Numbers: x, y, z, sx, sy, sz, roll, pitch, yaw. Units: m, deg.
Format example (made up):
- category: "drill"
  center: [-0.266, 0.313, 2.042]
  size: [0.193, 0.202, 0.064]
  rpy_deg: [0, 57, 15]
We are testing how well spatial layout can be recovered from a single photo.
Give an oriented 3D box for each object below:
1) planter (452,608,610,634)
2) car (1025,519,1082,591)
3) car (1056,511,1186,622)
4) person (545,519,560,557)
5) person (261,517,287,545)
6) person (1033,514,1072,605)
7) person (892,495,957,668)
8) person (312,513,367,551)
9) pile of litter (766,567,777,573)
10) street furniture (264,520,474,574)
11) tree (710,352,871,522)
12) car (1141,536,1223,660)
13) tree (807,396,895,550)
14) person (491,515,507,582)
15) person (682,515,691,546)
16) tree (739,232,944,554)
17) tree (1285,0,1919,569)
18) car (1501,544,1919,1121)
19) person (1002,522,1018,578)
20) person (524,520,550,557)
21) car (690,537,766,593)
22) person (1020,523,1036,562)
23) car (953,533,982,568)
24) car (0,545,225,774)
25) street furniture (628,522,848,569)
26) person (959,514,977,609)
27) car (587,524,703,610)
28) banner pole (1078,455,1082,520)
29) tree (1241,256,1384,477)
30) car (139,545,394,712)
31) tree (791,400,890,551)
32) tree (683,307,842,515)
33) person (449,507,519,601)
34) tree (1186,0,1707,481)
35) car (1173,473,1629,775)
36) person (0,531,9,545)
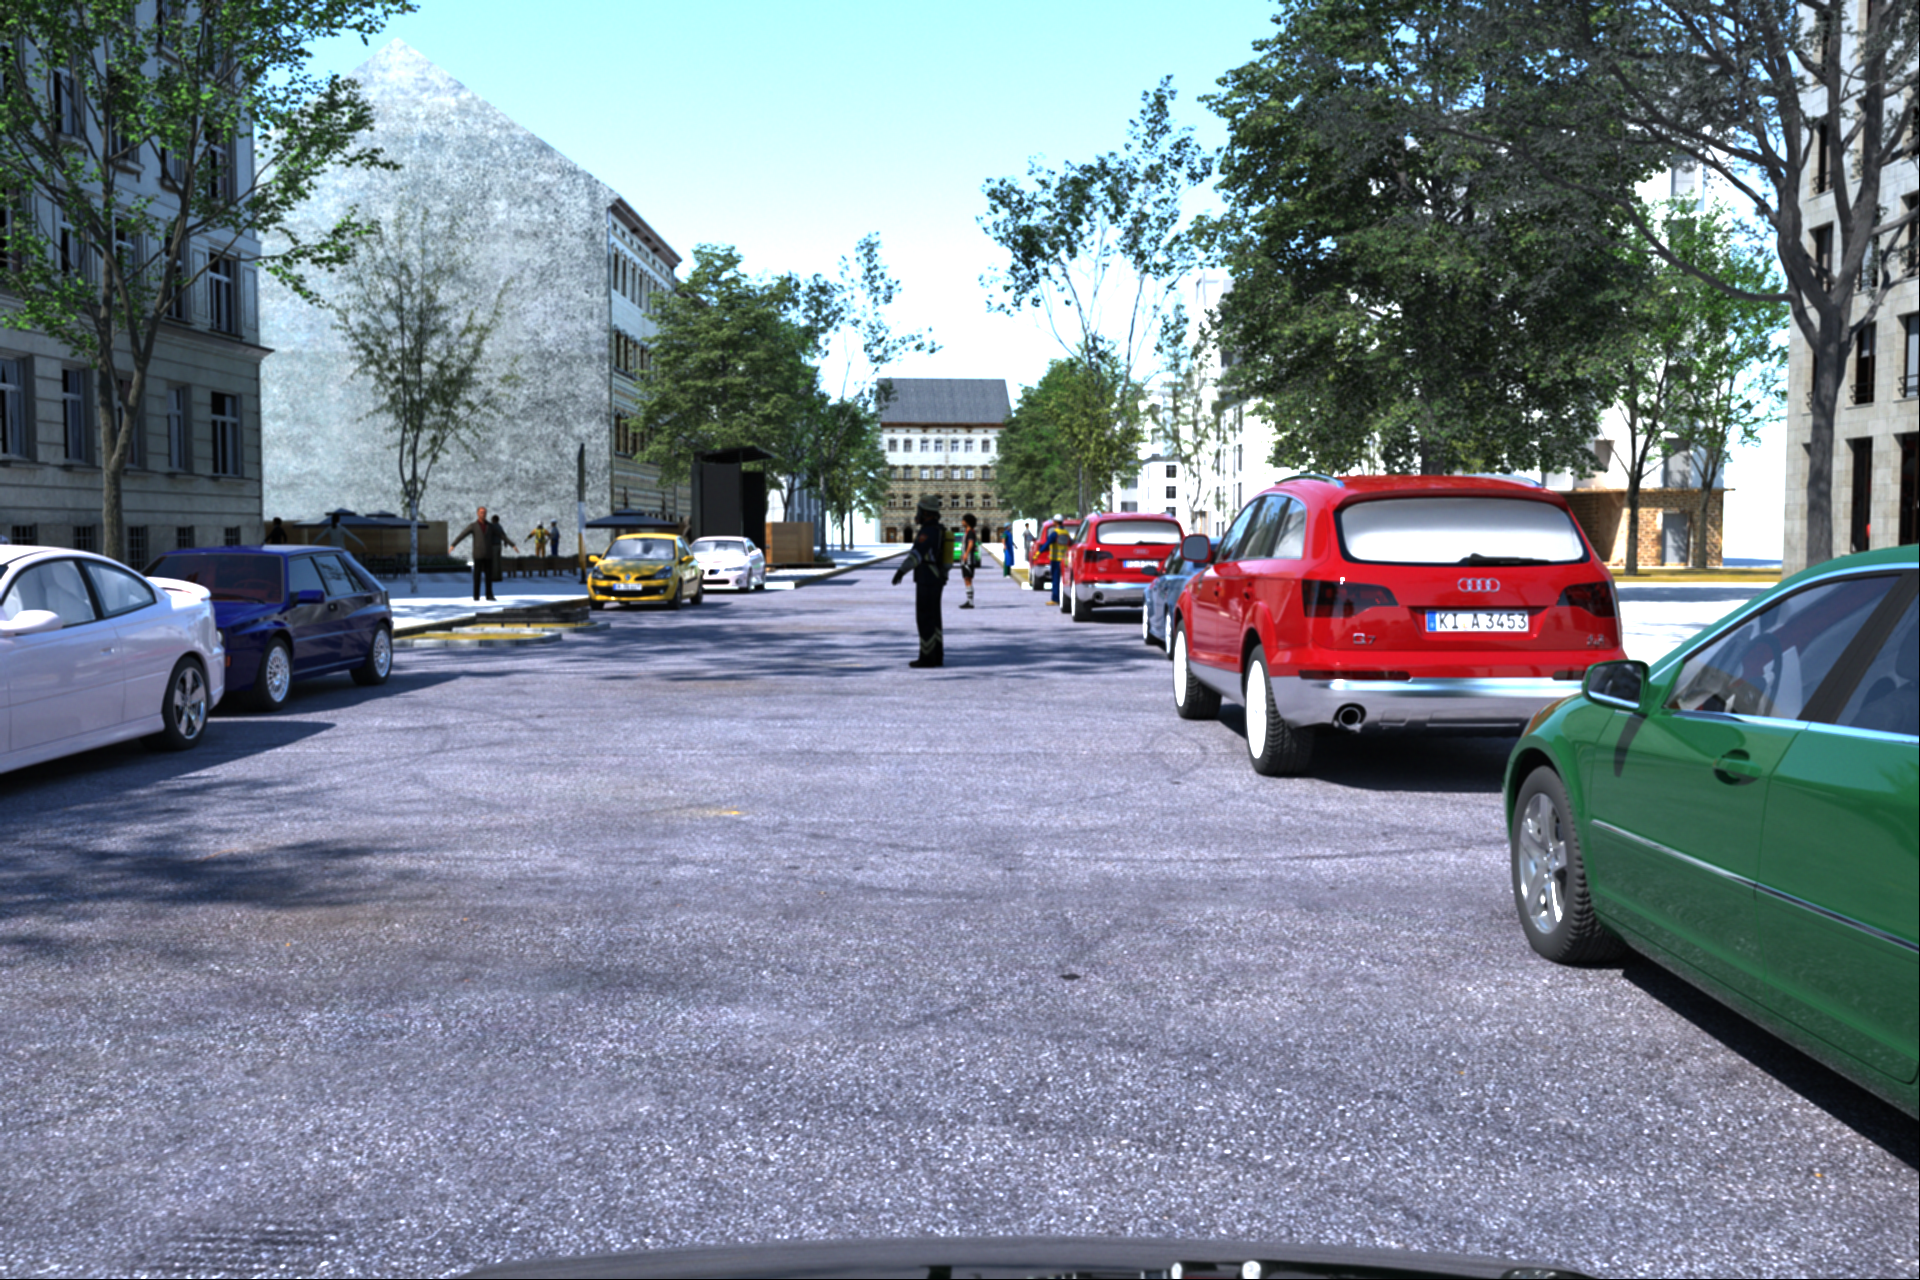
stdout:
- category: "planter"
  center: [-6.297, -0.284, 25.781]
  size: [1.991, 0.319, 1.994]
  rpy_deg: [0, 4, 0]
- category: "car"
  center: [2.860, -2.245, 45.373]
  size: [2.281, 1.827, 5.304]
  rpy_deg: [0, 4, 1]
- category: "car"
  center: [2.837, -1.291, 29.776]
  size: [2.281, 1.827, 5.304]
  rpy_deg: [0, 4, 0]
- category: "person"
  center: [-15.297, -3.630, 65.203]
  size: [0.705, 1.847, 1.347]
  rpy_deg: [0, 4, 6]
- category: "person"
  center: [-18.716, -2.481, 47.282]
  size: [0.721, 1.740, 1.216]
  rpy_deg: [1, 4, 10]
- category: "person"
  center: [1.965, -1.626, 35.009]
  size: [0.705, 1.833, 1.349]
  rpy_deg: [3, 5, 40]
- category: "person"
  center: [-0.357, -0.640, 18.701]
  size: [0.705, 1.856, 1.354]
  rpy_deg: [1, 4, 22]
- category: "person"
  center: [-13.418, -1.868, 37.378]
  size: [1.217, 1.735, 0.721]
  rpy_deg: [0, 4, -2]
- category: "pile of litter"
  center: [-6.711, -2.690, 57.941]
  size: [1.176, 0.858, 1.719]
  rpy_deg: [0, 4, -1]
- category: "street furniture"
  center: [-21.109, -3.065, 56.967]
  size: [11.010, 1.723, 9.812]
  rpy_deg: [3, 5, 42]
- category: "tree"
  center: [-9.066, -9.449, 88.910]
  size: [8.767, 10.594, 7.601]
  rpy_deg: [-1, 4, -17]
- category: "car"
  center: [3.238, -0.546, 20.923]
  size: [2.014, 1.417, 4.499]
  rpy_deg: [0, 4, 1]
- category: "tree"
  center: [-9.349, -13.738, 142.747]
  size: [7.486, 12.596, 7.792]
  rpy_deg: [0, 3, 0]
- category: "person"
  center: [-12.523, -2.471, 46.670]
  size: [0.705, 1.796, 1.348]
  rpy_deg: [1, 4, 16]
- category: "person"
  center: [-7.762, -2.647, 49.404]
  size: [0.705, 1.813, 1.348]
  rpy_deg: [1, 4, 13]
- category: "tree"
  center: [-7.793, -15.465, 108.738]
  size: [12.611, 20.169, 13.585]
  rpy_deg: [0, 3, 0]
- category: "tree"
  center: [8.990, -6.569, 17.776]
  size: [12.009, 13.543, 11.850]
  rpy_deg: [0, 3, 0]
- category: "car"
  center: [2.872, 0.451, 4.418]
  size: [2.131, 1.459, 4.920]
  rpy_deg: [0, 4, 0]
- category: "person"
  center: [1.599, -2.936, 56.583]
  size: [0.704, 1.817, 1.347]
  rpy_deg: [1, 4, 19]
- category: "person"
  center: [-17.485, -4.062, 72.183]
  size: [1.354, 1.858, 0.705]
  rpy_deg: [0, 4, -8]
- category: "car"
  center: [-5.970, -1.894, 43.330]
  size: [2.083, 1.381, 4.827]
  rpy_deg: [0, 4, 1]
- category: "person"
  center: [3.085, -4.445, 78.869]
  size: [0.705, 1.806, 1.347]
  rpy_deg: [3, 4, 37]
- category: "car"
  center: [-0.017, -4.024, 74.586]
  size: [1.959, 1.807, 4.718]
  rpy_deg: [0, 4, -1]
- category: "car"
  center: [-6.019, 0.135, 10.150]
  size: [2.083, 1.381, 4.827]
  rpy_deg: [0, 4, 0]
- category: "street furniture"
  center: [-8.423, -3.616, 65.984]
  size: [9.812, 1.723, 11.010]
  rpy_deg: [-3, 5, -41]
- category: "person"
  center: [0.136, -1.516, 33.390]
  size: [0.704, 1.843, 1.345]
  rpy_deg: [0, 4, -2]
- category: "car"
  center: [-6.116, -1.446, 33.867]
  size: [2.015, 1.641, 3.980]
  rpy_deg: [0, 4, 0]
- category: "banner pole"
  center: [3.797, -3.958, 54.725]
  size: [0.401, 3.779, 0.863]
  rpy_deg: [0, 4, -1]
- category: "tree"
  center: [9.414, -5.798, 45.155]
  size: [4.737, 8.622, 4.395]
  rpy_deg: [0, 3, 0]
- category: "car"
  center: [-6.348, -0.159, 15.179]
  size: [1.945, 1.354, 3.894]
  rpy_deg: [0, 4, 0]
- category: "tree"
  center: [-8.832, -12.459, 129.456]
  size: [9.928, 11.665, 9.643]
  rpy_deg: [0, 3, 0]
- category: "tree"
  center: [-8.927, -9.324, 78.202]
  size: [9.928, 11.665, 9.643]
  rpy_deg: [0, 3, 0]
- category: "person"
  center: [-9.185, -1.662, 33.356]
  size: [1.348, 1.807, 0.705]
  rpy_deg: [-2, 4, -30]
- category: "tree"
  center: [8.907, -7.686, 32.317]
  size: [9.857, 13.997, 8.962]
  rpy_deg: [0, 3, 0]
- category: "car"
  center: [2.735, -0.193, 11.835]
  size: [2.281, 1.827, 5.304]
  rpy_deg: [0, 4, -1]
- category: "person"
  center: [-19.319, -1.556, 34.670]
  size: [0.799, 1.438, 0.628]
  rpy_deg: [2, 4, 26]
